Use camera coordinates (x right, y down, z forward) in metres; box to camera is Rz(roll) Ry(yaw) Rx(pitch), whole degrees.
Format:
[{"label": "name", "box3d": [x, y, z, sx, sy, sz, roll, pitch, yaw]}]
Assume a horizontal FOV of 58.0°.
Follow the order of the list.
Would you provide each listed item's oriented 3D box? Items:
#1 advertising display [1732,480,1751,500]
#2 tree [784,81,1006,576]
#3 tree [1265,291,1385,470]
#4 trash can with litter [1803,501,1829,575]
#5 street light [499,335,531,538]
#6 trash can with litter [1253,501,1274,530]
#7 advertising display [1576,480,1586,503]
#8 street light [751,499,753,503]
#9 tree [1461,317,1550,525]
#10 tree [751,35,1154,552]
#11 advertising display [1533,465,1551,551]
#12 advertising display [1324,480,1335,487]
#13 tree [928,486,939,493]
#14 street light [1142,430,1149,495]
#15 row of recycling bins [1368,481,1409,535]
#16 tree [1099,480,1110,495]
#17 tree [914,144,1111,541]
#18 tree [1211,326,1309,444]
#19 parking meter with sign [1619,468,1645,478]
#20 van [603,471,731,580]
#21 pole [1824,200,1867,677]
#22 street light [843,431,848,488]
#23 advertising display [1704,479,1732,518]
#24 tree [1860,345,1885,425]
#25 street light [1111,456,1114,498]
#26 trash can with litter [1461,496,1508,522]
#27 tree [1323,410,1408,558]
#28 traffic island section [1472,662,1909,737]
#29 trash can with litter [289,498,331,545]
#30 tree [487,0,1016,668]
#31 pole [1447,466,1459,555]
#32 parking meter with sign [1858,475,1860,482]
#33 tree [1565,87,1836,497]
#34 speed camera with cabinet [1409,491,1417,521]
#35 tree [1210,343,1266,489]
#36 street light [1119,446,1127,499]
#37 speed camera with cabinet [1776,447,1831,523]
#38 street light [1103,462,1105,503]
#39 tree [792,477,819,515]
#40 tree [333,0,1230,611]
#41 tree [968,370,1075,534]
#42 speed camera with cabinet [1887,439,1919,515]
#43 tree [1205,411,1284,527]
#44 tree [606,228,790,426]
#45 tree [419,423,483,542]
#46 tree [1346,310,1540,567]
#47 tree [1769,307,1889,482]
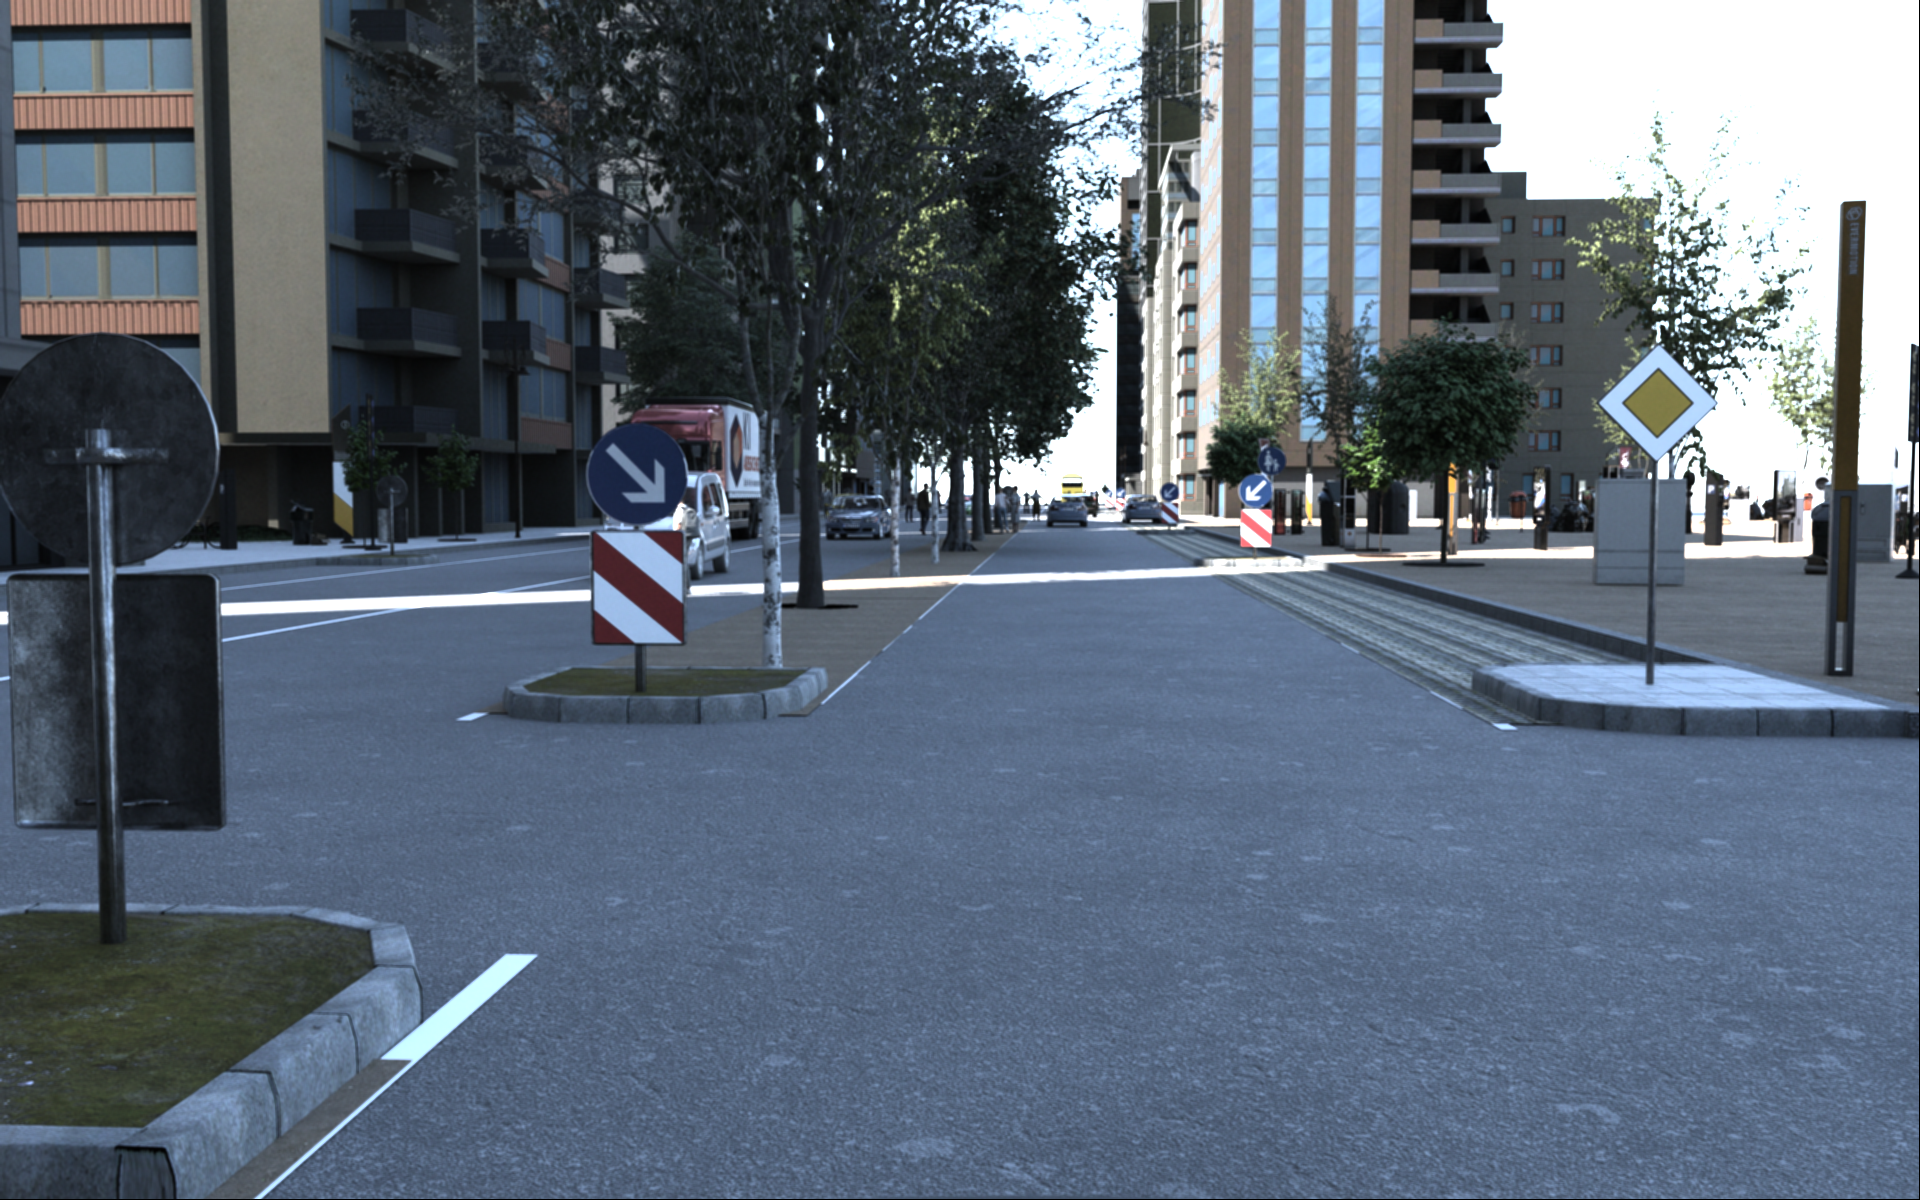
[{"label": "advertising display", "box3d": [36.888, -4.696, 81.990, 0.974, 1.923, 0.123, 0, 4, 4]}, {"label": "tree", "box3d": [-1.159, -4.722, 30.016, 4.737, 8.622, 4.395, 0, 3, 0]}, {"label": "tree", "box3d": [13.680, -6.824, 61.936, 4.360, 8.622, 3.978, 0, 3, 0]}, {"label": "trash can with litter", "box3d": [13.972, -1.008, 27.861, 0.624, 1.170, 1.055, 3, 4, 38]}, {"label": "street light", "box3d": [-12.942, -4.753, 50.502, 0.468, 5.910, 1.993, 0, 4, 3]}, {"label": "trash can with litter", "box3d": [8.604, -2.322, 49.354, 0.624, 1.170, 1.055, 0, 4, 5]}, {"label": "advertising display", "box3d": [29.540, -4.721, 82.403, 0.123, 1.923, 0.974, 3, 5, 39]}, {"label": "street light", "box3d": [-10.747, -7.133, 89.410, 0.468, 5.910, 1.993, 0, 4, 3]}, {"label": "tree", "box3d": [22.493, -7.497, 72.937, 4.360, 8.622, 3.978, 0, 3, 0]}, {"label": "tree", "box3d": [-0.066, -7.546, 42.841, 9.611, 12.733, 9.660, 0, 3, 0]}, {"label": "advertising display", "box3d": [13.235, -2.092, 39.421, 0.123, 1.923, 0.974, 0, 4, 3]}, {"label": "advertising display", "box3d": [17.050, -4.565, 79.849, 0.123, 1.923, 0.974, 3, 4, 37]}, {"label": "tree", "box3d": [-3.318, -14.044, 224.228, 1.663, 3.219, 1.824, 0, 3, 0]}, {"label": "street light", "box3d": [13.406, -9.319, 125.158, 0.468, 5.910, 1.993, 0, 4, 3]}, {"label": "row of recycling bins", "box3d": [13.925, -3.024, 56.552, 1.069, 1.692, 3.534, 0, 4, 5]}, {"label": "tree", "box3d": [20.341, -15.143, 242.191, 1.663, 3.219, 1.824, 0, 3, 0]}, {"label": "tree", "box3d": [0.626, -8.044, 52.105, 7.486, 12.596, 7.792, 0, 3, 0]}, {"label": "tree", "box3d": [13.127, -7.627, 75.062, 4.737, 8.622, 4.395, 0, 3, 0]}, {"label": "parking meter with sign", "box3d": [19.697, -3.346, 50.964, 1.738, 3.016, 0.543, 0, 4, 0]}, {"label": "van", "box3d": [-5.099, -1.422, 30.266, 2.013, 2.044, 4.112, 0, 4, 2]}, {"label": "pole", "box3d": [6.221, -1.121, 12.164, 0.158, 3.312, 0.155, 0, 3, 0]}, {"label": "street light", "box3d": [-8.395, -9.448, 127.261, 0.468, 5.910, 1.993, 0, 4, 3]}, {"label": "advertising display", "box3d": [32.594, -4.242, 74.578, 0.974, 1.923, 0.123, 2, 4, 31]}, {"label": "tree", "box3d": [28.684, -6.621, 58.618, 4.737, 8.622, 4.395, 0, 3, 0]}, {"label": "street light", "box3d": [18.321, -14.411, 208.404, 0.468, 5.910, 1.993, 0, 4, 3]}, {"label": "trash can with litter", "box3d": [24.275, -4.239, 80.361, 2.233, 1.210, 1.678, 2, 4, 24]}, {"label": "tree", "box3d": [8.461, -2.488, 35.286, 1.663, 3.219, 1.824, 0, 3, 0]}, {"label": "traffic island section", "box3d": [4.677, 0.647, 11.702, 2.009, 0.180, 2.903, 0, 4, 3]}, {"label": "trash can with litter", "box3d": [-16.335, -1.969, 43.588, 1.055, 1.170, 0.624, 1, 4, 17]}, {"label": "tree", "box3d": [-1.492, -3.698, 13.281, 4.360, 8.622, 3.978, 0, 3, 0]}, {"label": "pole", "box3d": [10.391, -2.606, 36.452, 0.158, 3.312, 0.155, 0, 3, 0]}, {"label": "parking meter with sign", "box3d": [32.225, -4.058, 62.606, 0.543, 3.016, 1.738, 3, 5, 43]}, {"label": "tree", "box3d": [13.473, -4.993, 32.004, 4.737, 8.622, 4.395, 0, 3, 0]}, {"label": "speed camera with cabinet", "box3d": [20.841, -5.394, 82.529, 0.660, 3.252, 2.038, -2, 4, -32]}, {"label": "tree", "box3d": [14.168, -8.032, 81.686, 4.360, 8.622, 3.978, 0, 3, 0]}, {"label": "street light", "box3d": [15.953, -12.139, 171.256, 0.468, 5.910, 1.993, 0, 4, 3]}, {"label": "speed camera with cabinet", "box3d": [35.743, -4.831, 73.324, 2.038, 3.252, 0.660, 2, 4, 27]}, {"label": "street light", "box3d": [20.447, -16.684, 245.565, 0.468, 5.910, 1.993, 0, 4, 3]}, {"label": "tree", "box3d": [-9.694, -6.961, 108.419, 1.663, 3.219, 1.824, 0, 3, 0]}, {"label": "tree", "box3d": [-1.896, -6.643, 21.439, 12.009, 13.543, 11.850, 0, 3, 0]}, {"label": "tree", "box3d": [1.500, -8.785, 71.845, 9.928, 11.665, 9.643, 0, 3, 0]}, {"label": "speed camera with cabinet", "box3d": [33.801, -4.131, 61.875, 0.660, 3.252, 2.038, 1, 4, 8]}, {"label": "tree", "box3d": [11.134, -5.170, 68.251, 4.285, 4.588, 4.351, 0, 3, 0]}, {"label": "tree", "box3d": [-12.262, -10.785, 82.986, 9.857, 13.997, 8.962, 0, 3, 0]}, {"label": "tree", "box3d": [-13.874, -3.216, 47.182, 1.663, 3.219, 1.824, 0, 3, 0]}, {"label": "tree", "box3d": [8.637, -2.897, 31.078, 4.285, 4.588, 4.351, 0, 3, 0]}, {"label": "tree", "box3d": [34.060, -7.161, 67.451, 4.360, 8.622, 3.978, 0, 3, 0]}]
